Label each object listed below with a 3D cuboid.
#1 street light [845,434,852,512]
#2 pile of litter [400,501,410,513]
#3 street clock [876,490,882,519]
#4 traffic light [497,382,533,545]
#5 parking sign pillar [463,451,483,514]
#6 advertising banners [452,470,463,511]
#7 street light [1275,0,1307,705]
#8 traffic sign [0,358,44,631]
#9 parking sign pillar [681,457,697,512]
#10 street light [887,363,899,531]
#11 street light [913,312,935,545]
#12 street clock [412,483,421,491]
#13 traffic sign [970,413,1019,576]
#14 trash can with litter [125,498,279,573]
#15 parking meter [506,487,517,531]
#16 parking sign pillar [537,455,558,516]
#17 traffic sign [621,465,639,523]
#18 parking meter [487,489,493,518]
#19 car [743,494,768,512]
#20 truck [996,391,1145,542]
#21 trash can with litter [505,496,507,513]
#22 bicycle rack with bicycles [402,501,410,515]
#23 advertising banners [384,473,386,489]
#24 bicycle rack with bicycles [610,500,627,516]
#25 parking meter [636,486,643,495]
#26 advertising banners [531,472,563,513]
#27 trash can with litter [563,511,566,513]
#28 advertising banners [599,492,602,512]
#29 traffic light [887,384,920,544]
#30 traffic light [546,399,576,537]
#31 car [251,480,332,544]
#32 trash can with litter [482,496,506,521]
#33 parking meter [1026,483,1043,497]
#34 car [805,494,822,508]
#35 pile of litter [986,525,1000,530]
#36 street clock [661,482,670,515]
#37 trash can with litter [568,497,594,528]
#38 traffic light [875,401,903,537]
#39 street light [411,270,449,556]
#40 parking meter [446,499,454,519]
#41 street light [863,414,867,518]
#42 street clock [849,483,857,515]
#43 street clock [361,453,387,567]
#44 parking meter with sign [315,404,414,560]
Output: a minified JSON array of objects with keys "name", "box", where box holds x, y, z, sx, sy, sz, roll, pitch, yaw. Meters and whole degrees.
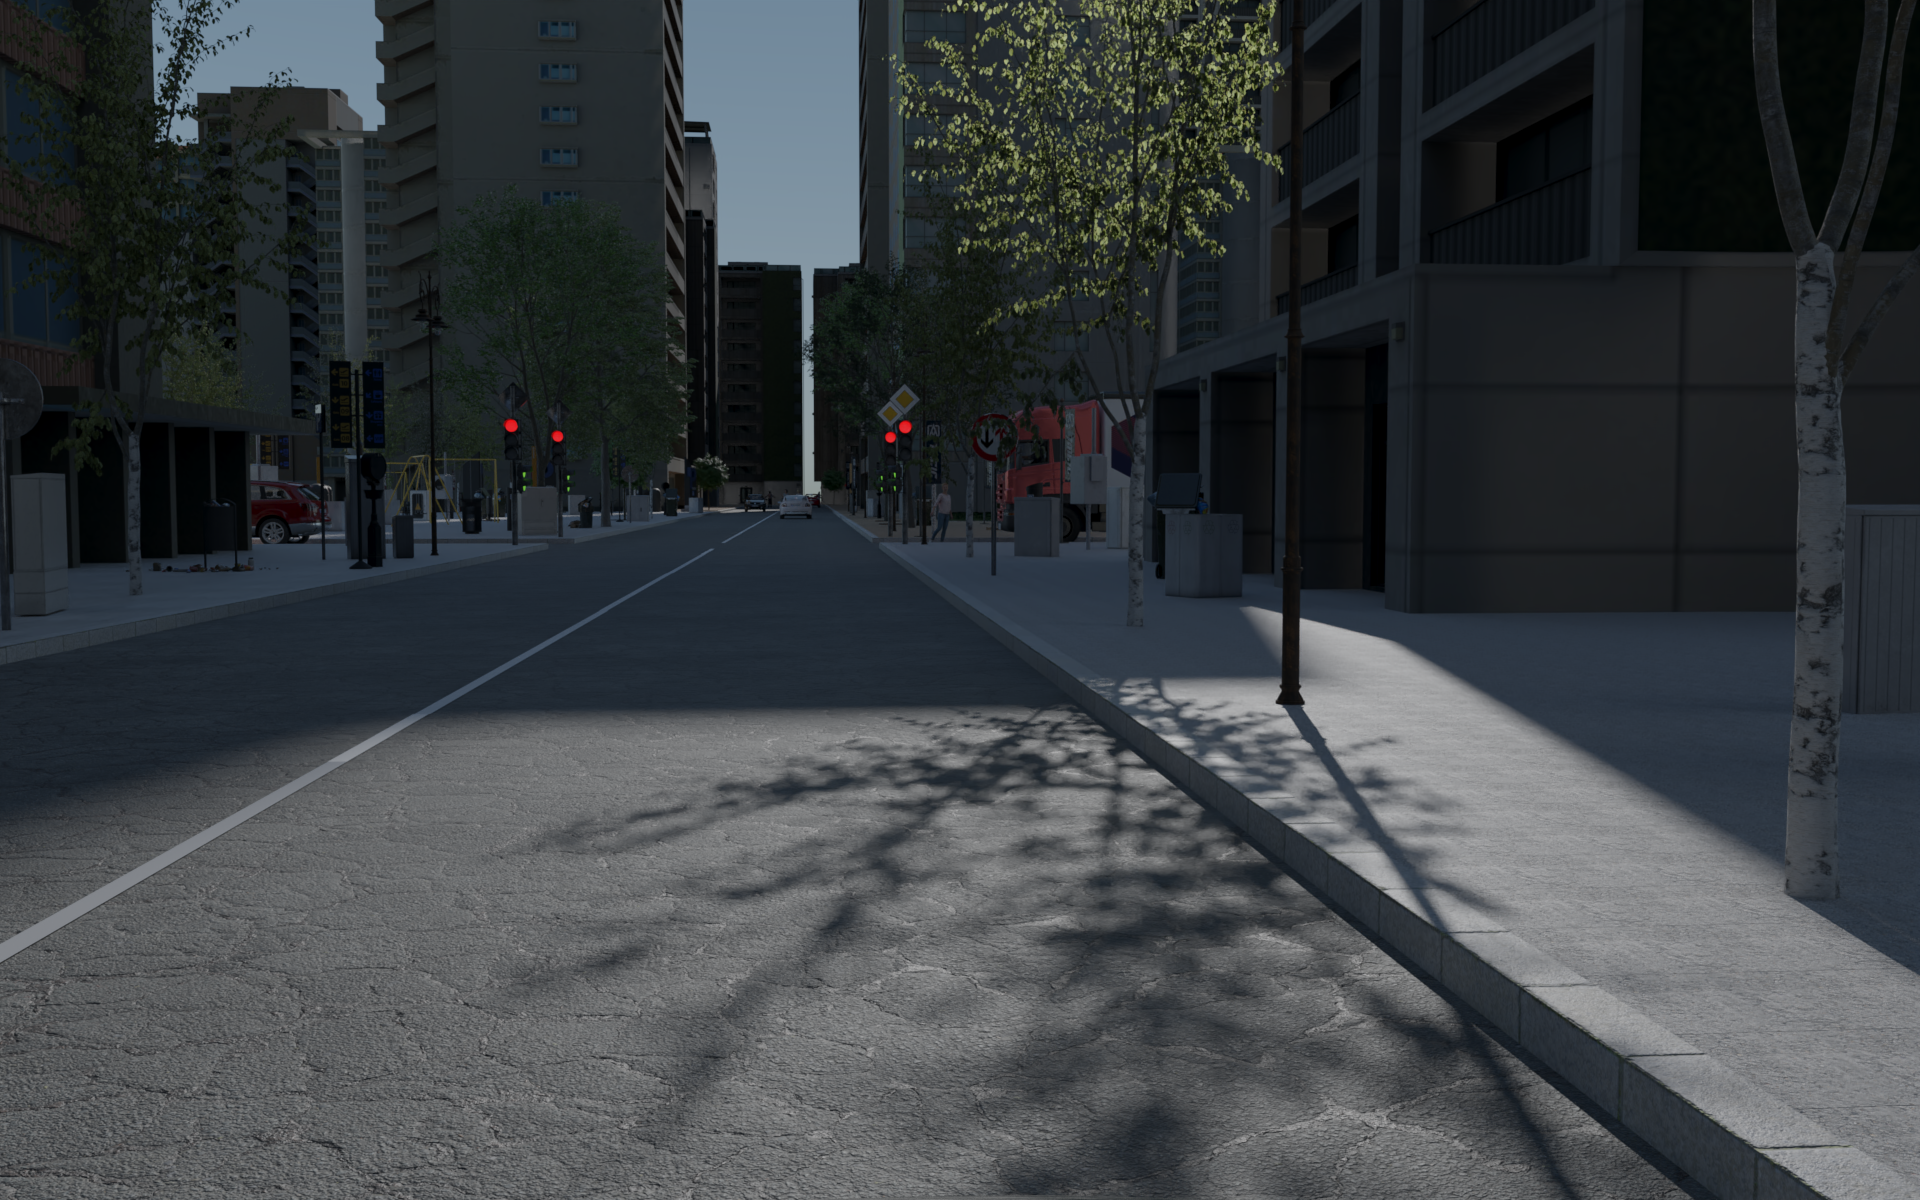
[{"name":"street light","box":[-8.155,-9.415,126.730,0.468,5.910,1.993,0,4,-5]},{"name":"pile of litter","box":[-36.905,-6.234,115.887,1.719,0.858,1.176,1,4,22]},{"name":"street clock","box":[-4.232,-5.270,90.732,0.471,2.002,0.358,-1,4,-21]},{"name":"traffic light","box":[-11.152,-3.330,43.361,0.839,4.253,0.868,0,4,-5]},{"name":"parking sign pillar","box":[-30.915,-7.431,109.972,1.447,3.967,1.447,2,4,24]},{"name":"advertising banners","box":[-35.717,-7.778,123.364,0.090,3.025,2.074,1,4,9]},{"name":"street light","box":[2.023,-2.302,10.433,0.468,5.910,1.993,0,4,-5]},{"name":"traffic sign","box":[-8.982,-0.987,16.236,0.768,2.556,0.104,0,4,-5]},{"name":"parking sign pillar","box":[-19.571,-8.400,125.814,1.447,3.967,1.447,1,4,14]},{"name":"street light","box":[-2.260,-5.299,59.424,0.468,5.910,1.993,0,4,-5]},{"name":"street light","box":[-0.908,-4.349,43.900,0.468,5.910,1.993,0,4,-5]},{"name":"street clock","box":[-32.163,-5.987,102.451,0.471,2.002,0.358,0,4,-3]},{"name":"traffic sign","box":[0.533,-1.659,27.237,0.768,2.556,0.104,0,4,-3]},{"name":"trash can with litter","box":[-12.698,-1.090,28.875,2.233,1.210,1.678,0,4,-4]},{"name":"parking meter","box":[-15.616,-3.180,60.411,0.372,1.533,0.369,0,3,0]},{"name":"parking sign pillar","box":[-24.285,-6.894,101.192,1.447,3.967,1.447,-2,4,-24]},{"name":"traffic sign","box":[-14.522,-4.657,76.255,0.768,2.556,0.104,0,4,-1]},{"name":"parking meter","box":[-25.610,-5.248,94.223,0.372,1.533,0.369,0,3,0]},{"name":"car","box":[-16.732,-8.056,141.500,2.009,1.686,4.222,0,4,-6]},{"name":"truck","box":[6.035,-3.651,48.615,11.283,4.237,2.839,0,4,-5]},{"name":"trash can with litter","box":[-30.435,-6.372,115.562,0.624,1.170,1.055,-2,4,-25]},{"name":"bicycle rack with bicycles","box":[-30.295,-4.897,93.446,2.852,0.926,2.925,0,4,-3]},{"name":"advertising banners","box":[-33.349,-6.338,99.821,0.090,3.025,2.074,0,4,-1]},{"name":"bicycle rack with bicycles","box":[-19.821,-5.412,101.861,2.852,0.926,2.925,-1,4,-17]},{"name":"parking meter","box":[-19.414,-6.066,104.886,0.255,1.863,0.399,-3,5,-39]},{"name":"advertising banners","box":[-24.702,-6.557,103.394,2.074,3.025,0.090,1,4,13]},{"name":"trash can with litter","box":[-27.557,-6.551,118.165,2.233,1.210,1.678,1,4,22]},{"name":"advertising banners","box":[-24.939,-7.672,121.619,0.090,3.025,2.074,1,4,9]},{"name":"traffic light","box":[-1.428,-3.382,44.220,0.839,4.253,0.868,0,4,-5]},{"name":"traffic light","box":[-11.845,-3.816,51.316,0.839,4.253,0.868,0,4,-5]},{"name":"car","box":[-20.076,-2.379,47.568,5.304,1.827,2.281,0,4,-3]},{"name":"trash can with litter","box":[-22.263,-4.318,81.664,1.678,1.210,2.233,-1,4,-22]},{"name":"parking meter","box":[1.634,-1.815,38.091,0.372,1.533,0.369,0,3,0]},{"name":"car","box":[-15.562,-10.563,181.750,2.155,1.783,4.494,0,4,-3]},{"name":"pile of litter","box":[1.645,-2.916,61.644,1.176,0.858,1.719,-2,4,-30]},{"name":"street clock","box":[-17.849,-6.141,104.973,0.471,2.002,0.358,-2,4,-32]},{"name":"trash can with litter","box":[-14.232,-3.273,64.900,1.055,1.170,0.624,2,4,25]},{"name":"traffic light","box":[-2.122,-3.869,52.176,0.839,4.253,0.868,0,4,-5]},{"name":"street light","box":[-10.970,-3.865,35.985,0.468,5.910,1.993,0,4,-5]},{"name":"parking meter","box":[-26.481,-4.983,89.880,0.372,1.533,0.369,0,3,0]},{"name":"street light","box":[-5.085,-7.344,92.856,0.468,5.910,1.993,0,4,-5]},{"name":"street clock","box":[-6.529,-6.201,105.954,0.471,2.002,0.358,0,3,0]},{"name":"street clock","box":[-10.290,-1.580,30.406,0.358,2.002,0.471,1,4,17]},{"name":"parking meter with sign","box":[-11.734,-2.321,34.210,1.738,3.016,0.543,-2,4,-31]}]
